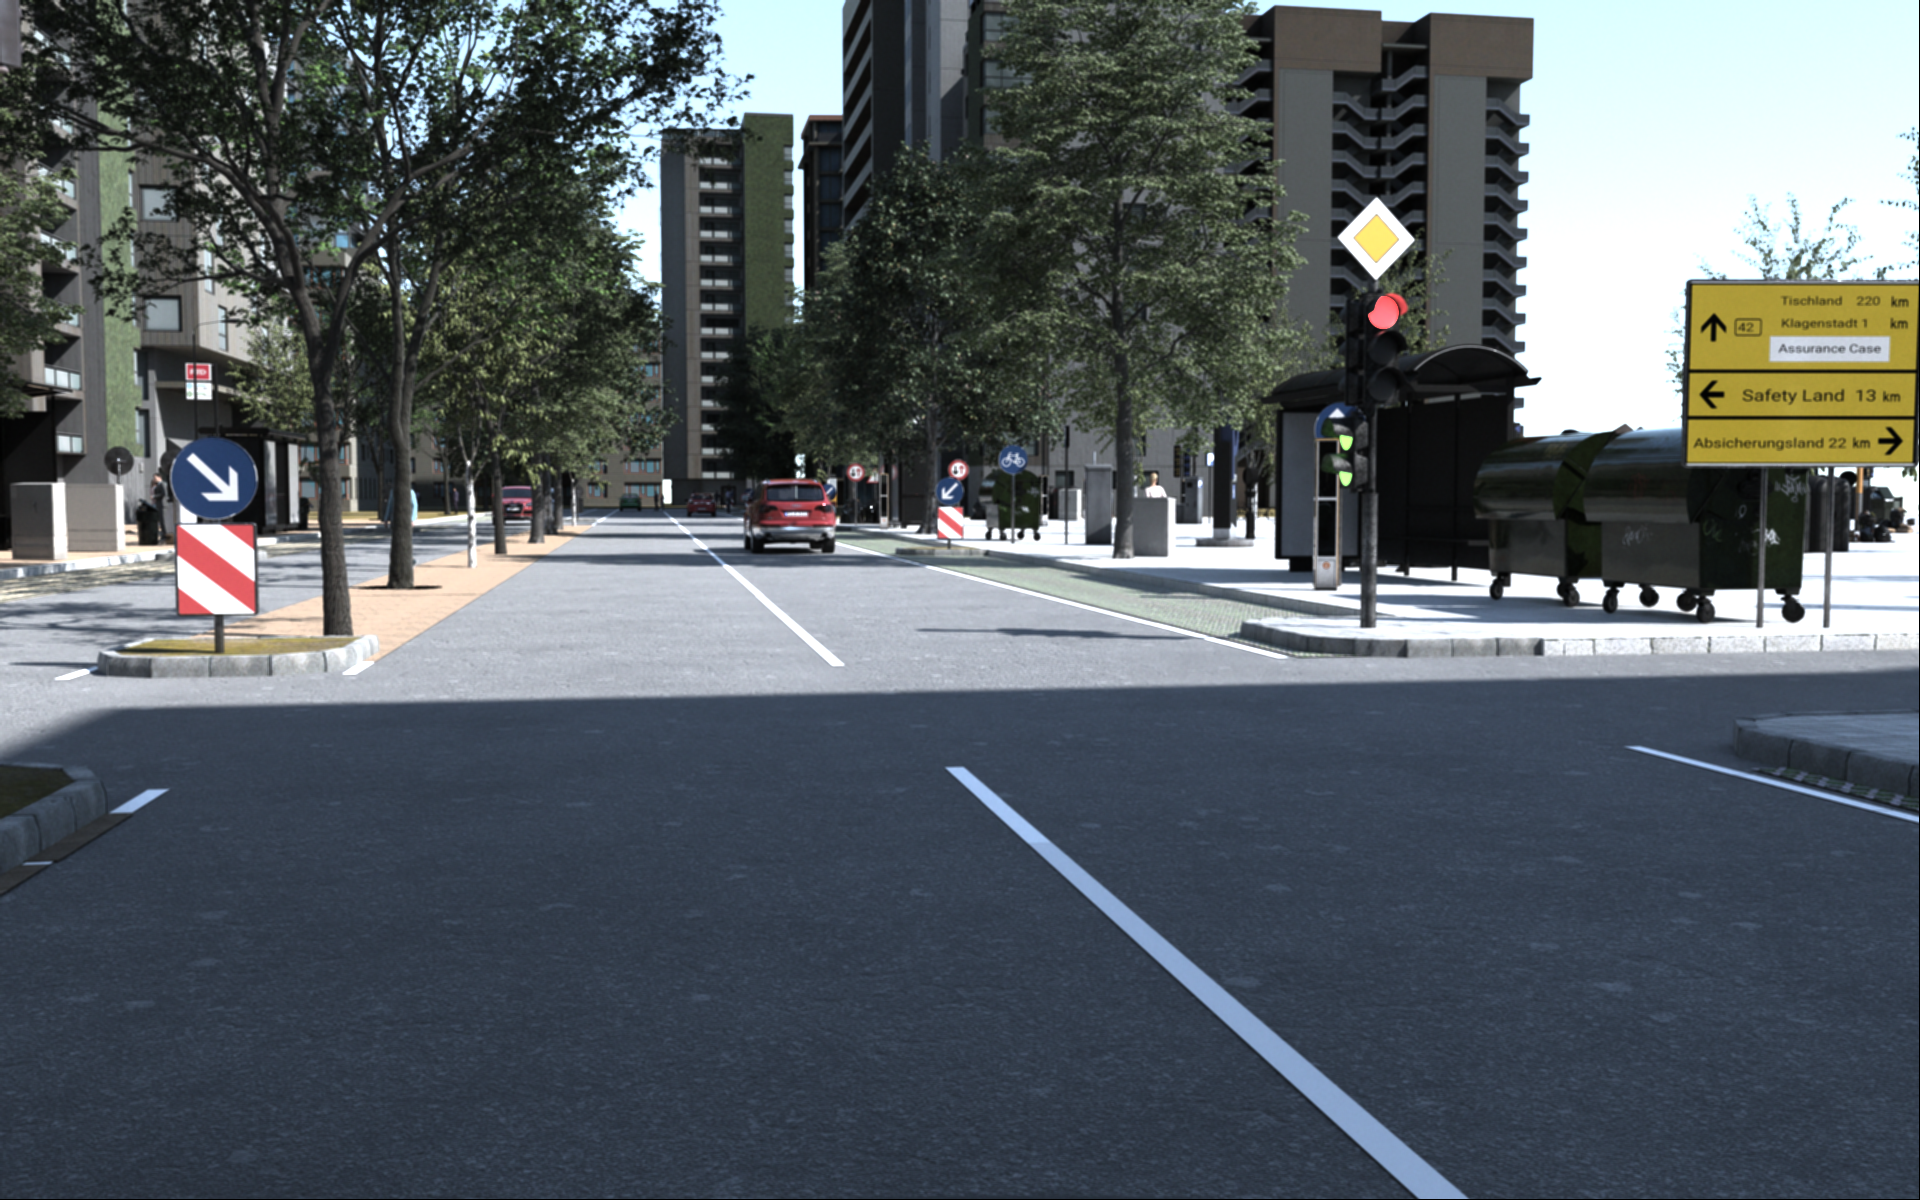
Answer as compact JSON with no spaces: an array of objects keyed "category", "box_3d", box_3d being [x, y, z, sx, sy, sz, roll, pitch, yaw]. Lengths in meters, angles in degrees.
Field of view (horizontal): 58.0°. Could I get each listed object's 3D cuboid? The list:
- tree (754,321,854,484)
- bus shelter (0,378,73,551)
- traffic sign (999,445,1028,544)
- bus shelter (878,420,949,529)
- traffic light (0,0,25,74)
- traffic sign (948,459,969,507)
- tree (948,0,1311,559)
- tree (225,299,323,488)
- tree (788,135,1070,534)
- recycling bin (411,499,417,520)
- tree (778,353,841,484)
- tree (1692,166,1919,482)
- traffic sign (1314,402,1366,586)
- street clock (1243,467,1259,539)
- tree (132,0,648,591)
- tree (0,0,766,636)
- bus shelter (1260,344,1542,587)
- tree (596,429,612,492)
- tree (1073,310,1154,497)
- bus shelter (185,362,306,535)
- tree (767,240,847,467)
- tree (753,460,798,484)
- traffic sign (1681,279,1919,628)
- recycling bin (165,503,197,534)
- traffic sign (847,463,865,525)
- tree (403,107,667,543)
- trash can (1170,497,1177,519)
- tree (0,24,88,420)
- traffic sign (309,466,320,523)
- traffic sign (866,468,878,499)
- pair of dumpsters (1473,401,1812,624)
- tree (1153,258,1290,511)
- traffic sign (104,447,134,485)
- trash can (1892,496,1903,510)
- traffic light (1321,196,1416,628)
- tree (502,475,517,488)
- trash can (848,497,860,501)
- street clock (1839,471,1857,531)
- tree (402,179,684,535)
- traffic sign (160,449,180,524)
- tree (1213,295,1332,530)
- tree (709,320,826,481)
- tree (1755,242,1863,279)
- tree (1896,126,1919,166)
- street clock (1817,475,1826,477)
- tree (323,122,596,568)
[{"category":"tree","box_3d":[-8.307,-10.710,100.865,9.928,11.665,9.643,0,3,0]},{"category":"bus shelter","box_3d":[-20.343,-2.739,36.073,1.731,3.624,6.357,-1,4,-10]},{"category":"traffic sign","box_3d":[1.368,-2.730,44.743,0.768,2.556,0.104,0,4,-7]},{"category":"bus shelter","box_3d":[-2.173,-5.539,68.202,2.179,5.291,8.768,-1,4,-10]},{"category":"traffic light","box_3d":[-10.152,-2.404,13.976,4.771,5.953,1.251,-1,4,-10]},{"category":"traffic sign","box_3d":[-0.062,-3.903,63.922,0.768,2.556,0.104,-1,4,-9]},{"category":"tree","box_3d":[2.960,-7.111,34.385,7.486,12.596,7.792,0,3,0]},{"category":"tree","box_3d":[-24.438,-6.896,63.114,4.737,8.622,4.395,0,3,0]},{"category":"tree","box_3d":[-0.832,-8.470,55.495,9.611,12.733,9.660,0,3,0]},{"category":"recycling bin","box_3d":[-26.879,-4.398,84.463,0.722,1.027,0.722,-1,4,-14]},{"category":"tree","box_3d":[-6.818,-8.293,85.950,4.737,8.622,4.395,0,3,0]},{"category":"tree","box_3d":[19.803,-5.573,41.488,4.737,8.622,4.395,0,3,0]},{"category":"traffic sign","box_3d":[5.280,-1.466,24.083,0.768,2.556,0.104,0,4,-4]},{"category":"street clock","box_3d":[7.901,-2.601,47.097,0.358,2.002,0.471,-1,4,-23]},{"category":"tree","box_3d":[-8.272,-5.956,25.593,9.928,11.665,9.643,0,3,0]},{"category":"tree","box_3d":[-6.140,-4.902,17.020,8.767,10.594,7.601,-1,4,-10]},{"category":"bus shelter","box_3d":[6.428,-1.970,26.139,2.014,3.302,5.546,-1,4,-10]},{"category":"tree","box_3d":[-16.894,-7.517,75.720,4.737,8.622,4.395,0,3,0]},{"category":"tree","box_3d":[6.700,-7.202,68.116,4.737,8.622,4.395,0,3,0]},{"category":"bus shelter","box_3d":[-23.005,-4.774,55.689,2.179,5.291,8.768,-1,4,-10]},{"category":"tree","box_3d":[-4.947,-9.803,78.408,7.486,12.596,7.792,0,3,0]},{"category":"tree","box_3d":[-14.148,-9.178,133.767,4.285,4.588,4.351,0,3,0]},{"category":"traffic sign","box_3d":[7.992,-1.384,16.506,2.265,3.308,0.079,0,4,-1]},{"category":"recycling bin","box_3d":[-22.819,-2.341,50.823,0.722,1.027,0.722,2,4,24]},{"category":"traffic sign","box_3d":[-4.286,-4.355,71.307,0.768,2.556,0.104,0,4,-7]},{"category":"tree","box_3d":[-12.430,-7.928,50.199,7.486,12.596,7.792,0,3,0]},{"category":"trash can","box_3d":[10.156,-4.417,83.879,0.748,1.137,0.748,0,3,0]},{"category":"tree","box_3d":[-17.735,-6.606,26.135,7.486,12.596,7.792,0,3,0]},{"category":"traffic sign","box_3d":[-28.667,-4.725,77.357,0.768,2.556,0.104,0,4,-4]},{"category":"traffic sign","box_3d":[-4.090,-5.123,83.769,0.884,2.594,0.081,0,4,-2]},{"category":"pair of dumpsters","box_3d":[7.422,-1.018,19.141,1.574,2.255,4.437,-1,4,-10]},{"category":"tree","box_3d":[9.269,-6.337,53.978,4.737,8.622,4.395,0,3,0]},{"category":"traffic sign","box_3d":[-22.539,-2.834,46.438,0.768,2.556,0.104,0,4,-4]},{"category":"trash can","box_3d":[55.249,-5.534,102.128,0.748,1.137,0.748,0,3,0]},{"category":"traffic light","box_3d":[3.900,-1.687,16.511,0.839,4.253,0.868,-1,4,-10]},{"category":"tree","box_3d":[-41.626,-10.045,158.830,1.663,3.219,1.824,0,3,0]},{"category":"trash can","box_3d":[-5.577,-4.859,91.094,0.748,1.137,0.748,0,3,0]},{"category":"street clock","box_3d":[27.644,-3.021,53.958,0.471,2.002,0.358,1,4,16]},{"category":"tree","box_3d":[-14.419,-8.591,59.931,9.611,12.733,9.660,0,3,0]},{"category":"traffic sign","box_3d":[-22.171,-2.984,48.890,0.768,2.556,0.104,0,4,-6]},{"category":"tree","box_3d":[10.802,-6.814,61.765,4.360,8.622,3.978,0,3,0]},{"category":"tree","box_3d":[-13.524,-13.395,125.667,9.857,13.997,8.962,0,3,0]},{"category":"tree","box_3d":[24.217,-6.096,50.038,4.360,8.622,3.978,0,3,0]},{"category":"tree","box_3d":[19.271,-5.057,33.042,4.737,8.622,4.395,0,3,0]},{"category":"street clock","box_3d":[32.031,-3.663,64.454,0.471,2.002,0.358,0,4,6]},{"category":"tree","box_3d":[-9.357,-4.906,33.028,4.737,8.622,4.395,0,3,0]}]
